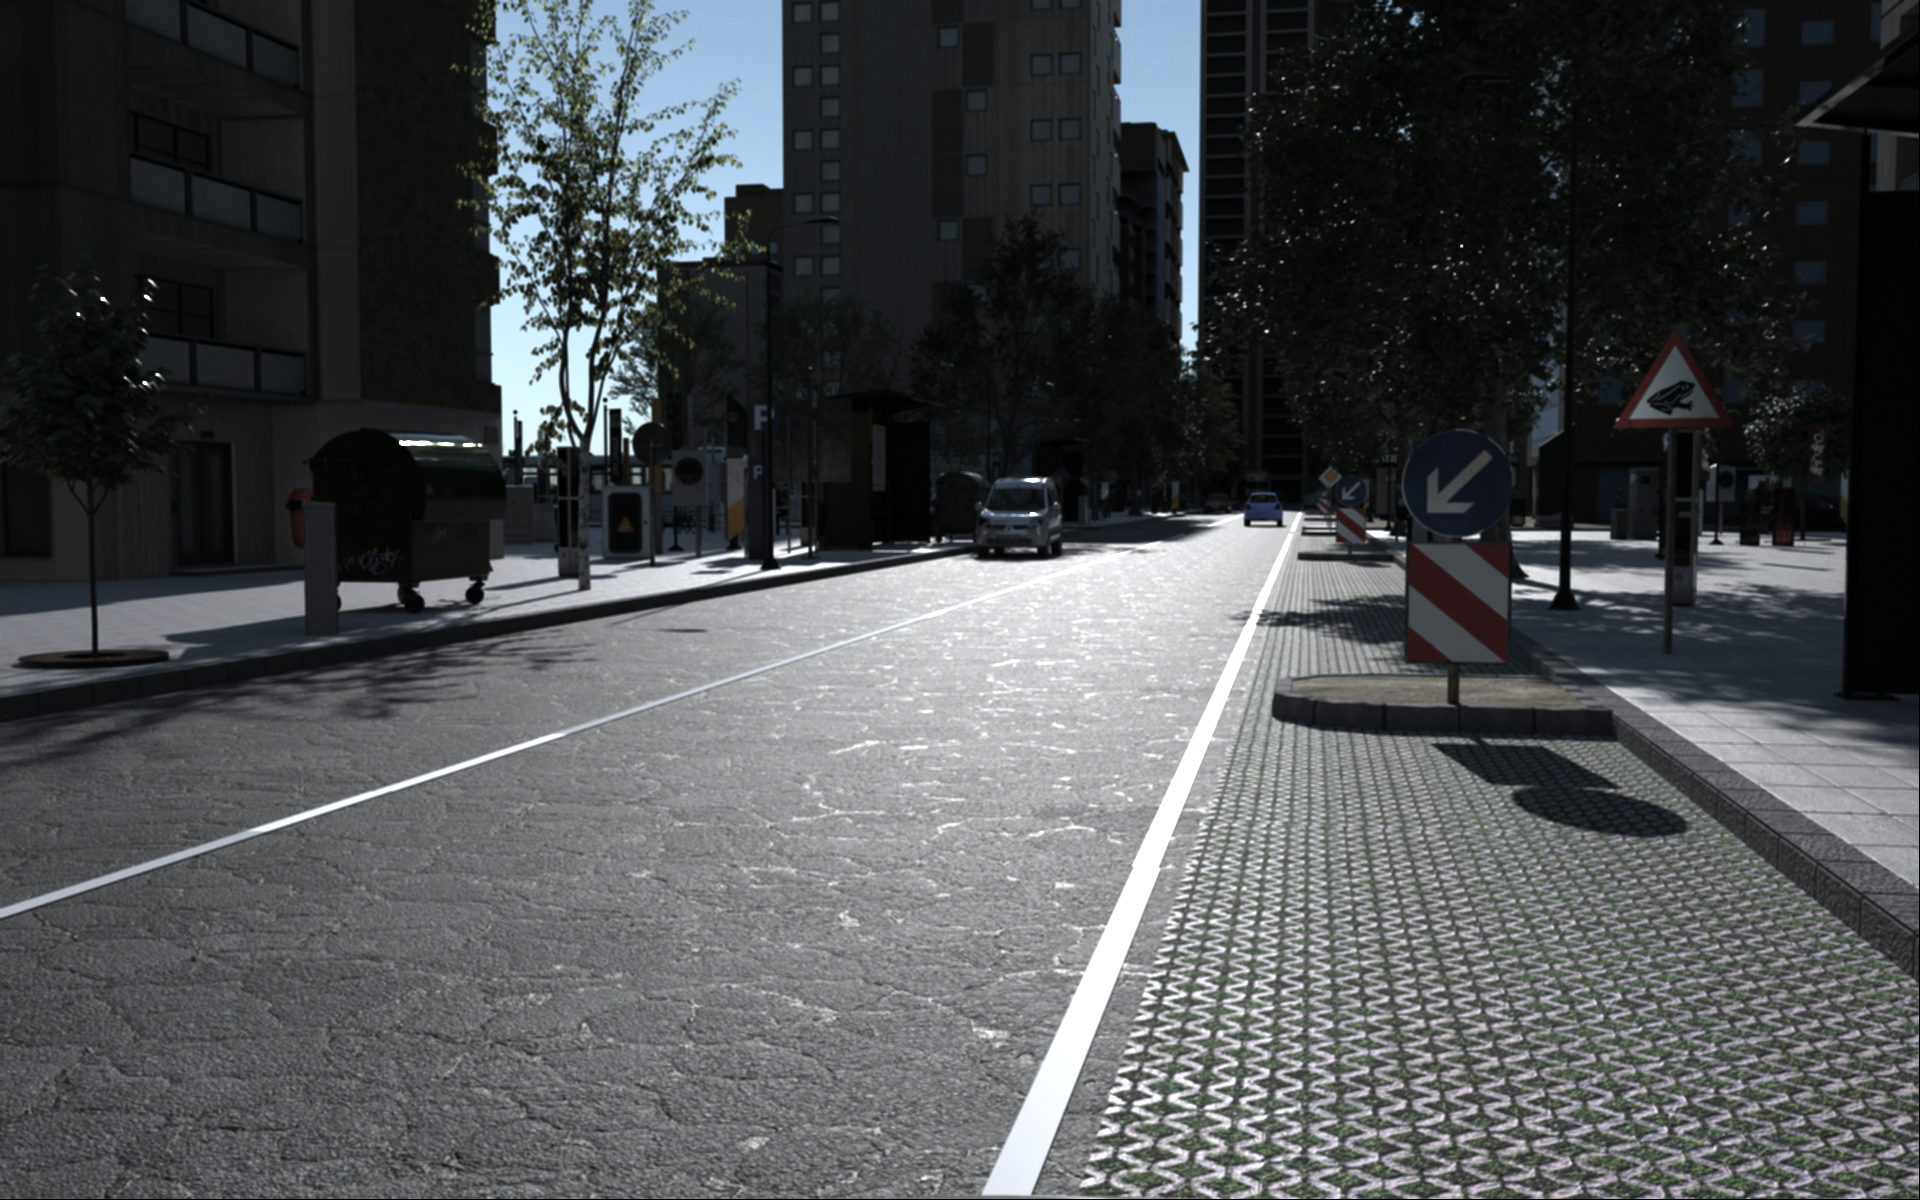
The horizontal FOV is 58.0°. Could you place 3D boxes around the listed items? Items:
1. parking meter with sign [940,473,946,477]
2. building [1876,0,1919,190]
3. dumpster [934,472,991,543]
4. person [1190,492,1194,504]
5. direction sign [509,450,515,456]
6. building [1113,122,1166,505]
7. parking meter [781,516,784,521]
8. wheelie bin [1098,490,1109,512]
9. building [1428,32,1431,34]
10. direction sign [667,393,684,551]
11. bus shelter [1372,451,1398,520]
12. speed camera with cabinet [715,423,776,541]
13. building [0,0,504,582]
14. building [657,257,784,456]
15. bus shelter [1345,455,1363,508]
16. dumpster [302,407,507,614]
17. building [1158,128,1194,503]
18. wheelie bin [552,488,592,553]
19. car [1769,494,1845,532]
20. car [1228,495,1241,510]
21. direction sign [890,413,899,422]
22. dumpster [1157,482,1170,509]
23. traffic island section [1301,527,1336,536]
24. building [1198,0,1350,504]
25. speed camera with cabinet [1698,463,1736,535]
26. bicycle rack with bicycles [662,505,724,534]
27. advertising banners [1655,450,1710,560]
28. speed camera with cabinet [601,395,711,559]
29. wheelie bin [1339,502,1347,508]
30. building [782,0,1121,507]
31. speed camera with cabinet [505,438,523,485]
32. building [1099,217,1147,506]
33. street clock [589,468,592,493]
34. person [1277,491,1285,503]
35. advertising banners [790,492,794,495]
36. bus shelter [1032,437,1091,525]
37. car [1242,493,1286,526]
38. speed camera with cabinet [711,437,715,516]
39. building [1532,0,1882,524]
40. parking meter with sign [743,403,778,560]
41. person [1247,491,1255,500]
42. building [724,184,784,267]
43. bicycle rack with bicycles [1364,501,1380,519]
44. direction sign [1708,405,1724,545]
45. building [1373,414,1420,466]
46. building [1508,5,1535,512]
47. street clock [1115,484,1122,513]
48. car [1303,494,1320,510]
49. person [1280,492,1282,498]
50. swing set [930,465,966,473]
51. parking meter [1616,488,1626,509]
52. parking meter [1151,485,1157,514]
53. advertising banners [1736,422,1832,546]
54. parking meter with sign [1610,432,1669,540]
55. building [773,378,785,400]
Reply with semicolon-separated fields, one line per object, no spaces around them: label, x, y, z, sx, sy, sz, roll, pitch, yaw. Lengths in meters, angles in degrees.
parking meter with sign;-0.824;-9.028;143.874;0.543;3.016;1.738;3;5;44
building;27.898;-21.590;36.592;14.154;41.232;14.086;1;4;11
dumpster;0.062;-2.473;46.193;1.264;1.857;1.865;1;4;11
person;29.904;-13.102;223.265;0.990;1.755;0.434;-3;5;-45
direction sign;-23.038;-5.943;89.165;0.379;3.537;0.876;0;4;5
building;16.665;-34.006;206.107;14.200;45.320;14.600;1;4;11
parking meter;-8.222;-4.455;81.243;0.372;1.533;0.369;0;3;0
wheelie bin;10.104;-6.966;121.799;0.980;1.594;0.693;3;4;37
building;64.456;-36.665;188.717;28.713;52.752;27.495;1;4;11
direction sign;-6.437;-2.883;39.131;0.379;3.537;0.876;-2;4;-28
bus shelter;20.910;-5.479;83.500;2.014;3.302;5.546;1;4;11
speed camera with cabinet;-5.873;-3.274;47.874;0.660;3.252;2.038;-3;5;-39
building;-17.300;-21.057;27.884;14.154;41.232;14.086;1;4;11
building;-28.538;-27.118;215.087;14.107;30.474;14.160;1;4;11
bus shelter;31.008;-9.623;134.974;2.179;5.291;8.768;1;4;11
dumpster;-6.192;-1.032;19.370;1.502;2.255;1.985;1;4;11
building;20.311;-40.425;250.185;27.495;52.752;28.713;1;4;11
wheelie bin;-8.327;-1.792;37.207;0.693;1.594;0.980;-3;4;-37
car;30.144;-3.110;60.638;4.222;1.686;2.009;1;4;13
car;24.604;-8.854;157.345;1.945;1.354;3.894;1;4;11
direction sign;-1.804;-3.312;46.147;0.379;3.537;0.876;-2;4;-25
dumpster;15.690;-8.006;133.388;1.502;2.255;1.985;1;4;11
traffic island section;12.865;-2.312;60.080;2.009;0.180;2.903;1;4;11
building;44.211;-49.144;241.751;20.611;71.187;20.563;1;4;11
speed camera with cabinet;23.407;-3.694;54.735;2.038;3.252;0.660;0;4;-8
bicycle rack with bicycles;-8.813;-2.660;56.865;2.852;0.926;2.925;-1;4;-21
advertising banners;14.353;-2.327;34.234;2.074;3.025;0.090;-3;5;-39
speed camera with cabinet;-6.040;-2.443;34.278;2.038;3.252;0.660;0;4;-5
wheelie bin;28.705;-7.446;129.652;0.693;1.594;0.980;0;4;8
building;0.316;-34.939;160.496;28.713;52.752;27.495;1;4;11
speed camera with cabinet;-16.027;-4.137;61.980;0.660;3.252;2.038;-1;4;-18
building;11.698;-24.992;180.316;14.160;30.474;14.107;1;4;11
street clock;-9.423;-2.370;43.327;0.358;2.002;0.471;1;4;21
person;39.137;-12.442;211.934;1.348;1.823;0.705;3;5;40
advertising banners;-13.433;-8.406;133.620;0.090;3.025;2.074;2;4;35
bus shelter;4.376;-5.066;74.108;1.731;3.624;6.357;1;4;11
car;13.735;-4.203;78.308;1.945;1.707;3.694;1;4;11
speed camera with cabinet;-7.057;-3.527;51.997;2.038;3.252;0.660;-2;4;-28
building;34.780;-26.294;80.023;14.200;45.320;14.600;1;4;11
parking meter with sign;-3.997;-2.321;34.207;0.543;3.016;1.738;-1;4;-15
person;26.859;-9.163;158.837;1.217;1.766;0.721;3;5;41
building;-25.092;-36.827;252.231;14.200;45.320;14.600;1;4;11
bicycle rack with bicycles;21.710;-4.709;90.379;2.852;0.926;2.925;0;4;-1
direction sign;19.182;-3.171;43.842;0.379;3.537;0.876;2;4;34
building;70.034;-37.841;238.308;30.456;49.044;23.786;1;4;11
building;45.301;-49.080;115.136;22.319;86.520;31.000;1;4;11
street clock;11.004;-7.093;120.541;0.471;2.002;0.358;0;4;-1
car;32.244;-9.113;157.799;1.959;1.807;4.718;1;4;13
person;40.274;-12.801;217.757;0.705;1.831;1.348;0;4;3
swing set;-0.961;-5.948;94.874;3.119;2.851;2.862;1;4;23
parking meter;27.767;-3.939;72.816;0.372;1.533;0.369;0;3;0
parking meter;12.796;-6.627;114.067;0.255;1.863;0.399;2;4;35
advertising banners;20.338;-2.850;42.781;2.074;3.025;0.090;2;4;30
parking meter with sign;19.233;-3.214;48.808;1.738;3.016;0.543;-1;4;-13
building;-6.317;-54.589;205.197;31.000;86.520;22.319;1;4;11
